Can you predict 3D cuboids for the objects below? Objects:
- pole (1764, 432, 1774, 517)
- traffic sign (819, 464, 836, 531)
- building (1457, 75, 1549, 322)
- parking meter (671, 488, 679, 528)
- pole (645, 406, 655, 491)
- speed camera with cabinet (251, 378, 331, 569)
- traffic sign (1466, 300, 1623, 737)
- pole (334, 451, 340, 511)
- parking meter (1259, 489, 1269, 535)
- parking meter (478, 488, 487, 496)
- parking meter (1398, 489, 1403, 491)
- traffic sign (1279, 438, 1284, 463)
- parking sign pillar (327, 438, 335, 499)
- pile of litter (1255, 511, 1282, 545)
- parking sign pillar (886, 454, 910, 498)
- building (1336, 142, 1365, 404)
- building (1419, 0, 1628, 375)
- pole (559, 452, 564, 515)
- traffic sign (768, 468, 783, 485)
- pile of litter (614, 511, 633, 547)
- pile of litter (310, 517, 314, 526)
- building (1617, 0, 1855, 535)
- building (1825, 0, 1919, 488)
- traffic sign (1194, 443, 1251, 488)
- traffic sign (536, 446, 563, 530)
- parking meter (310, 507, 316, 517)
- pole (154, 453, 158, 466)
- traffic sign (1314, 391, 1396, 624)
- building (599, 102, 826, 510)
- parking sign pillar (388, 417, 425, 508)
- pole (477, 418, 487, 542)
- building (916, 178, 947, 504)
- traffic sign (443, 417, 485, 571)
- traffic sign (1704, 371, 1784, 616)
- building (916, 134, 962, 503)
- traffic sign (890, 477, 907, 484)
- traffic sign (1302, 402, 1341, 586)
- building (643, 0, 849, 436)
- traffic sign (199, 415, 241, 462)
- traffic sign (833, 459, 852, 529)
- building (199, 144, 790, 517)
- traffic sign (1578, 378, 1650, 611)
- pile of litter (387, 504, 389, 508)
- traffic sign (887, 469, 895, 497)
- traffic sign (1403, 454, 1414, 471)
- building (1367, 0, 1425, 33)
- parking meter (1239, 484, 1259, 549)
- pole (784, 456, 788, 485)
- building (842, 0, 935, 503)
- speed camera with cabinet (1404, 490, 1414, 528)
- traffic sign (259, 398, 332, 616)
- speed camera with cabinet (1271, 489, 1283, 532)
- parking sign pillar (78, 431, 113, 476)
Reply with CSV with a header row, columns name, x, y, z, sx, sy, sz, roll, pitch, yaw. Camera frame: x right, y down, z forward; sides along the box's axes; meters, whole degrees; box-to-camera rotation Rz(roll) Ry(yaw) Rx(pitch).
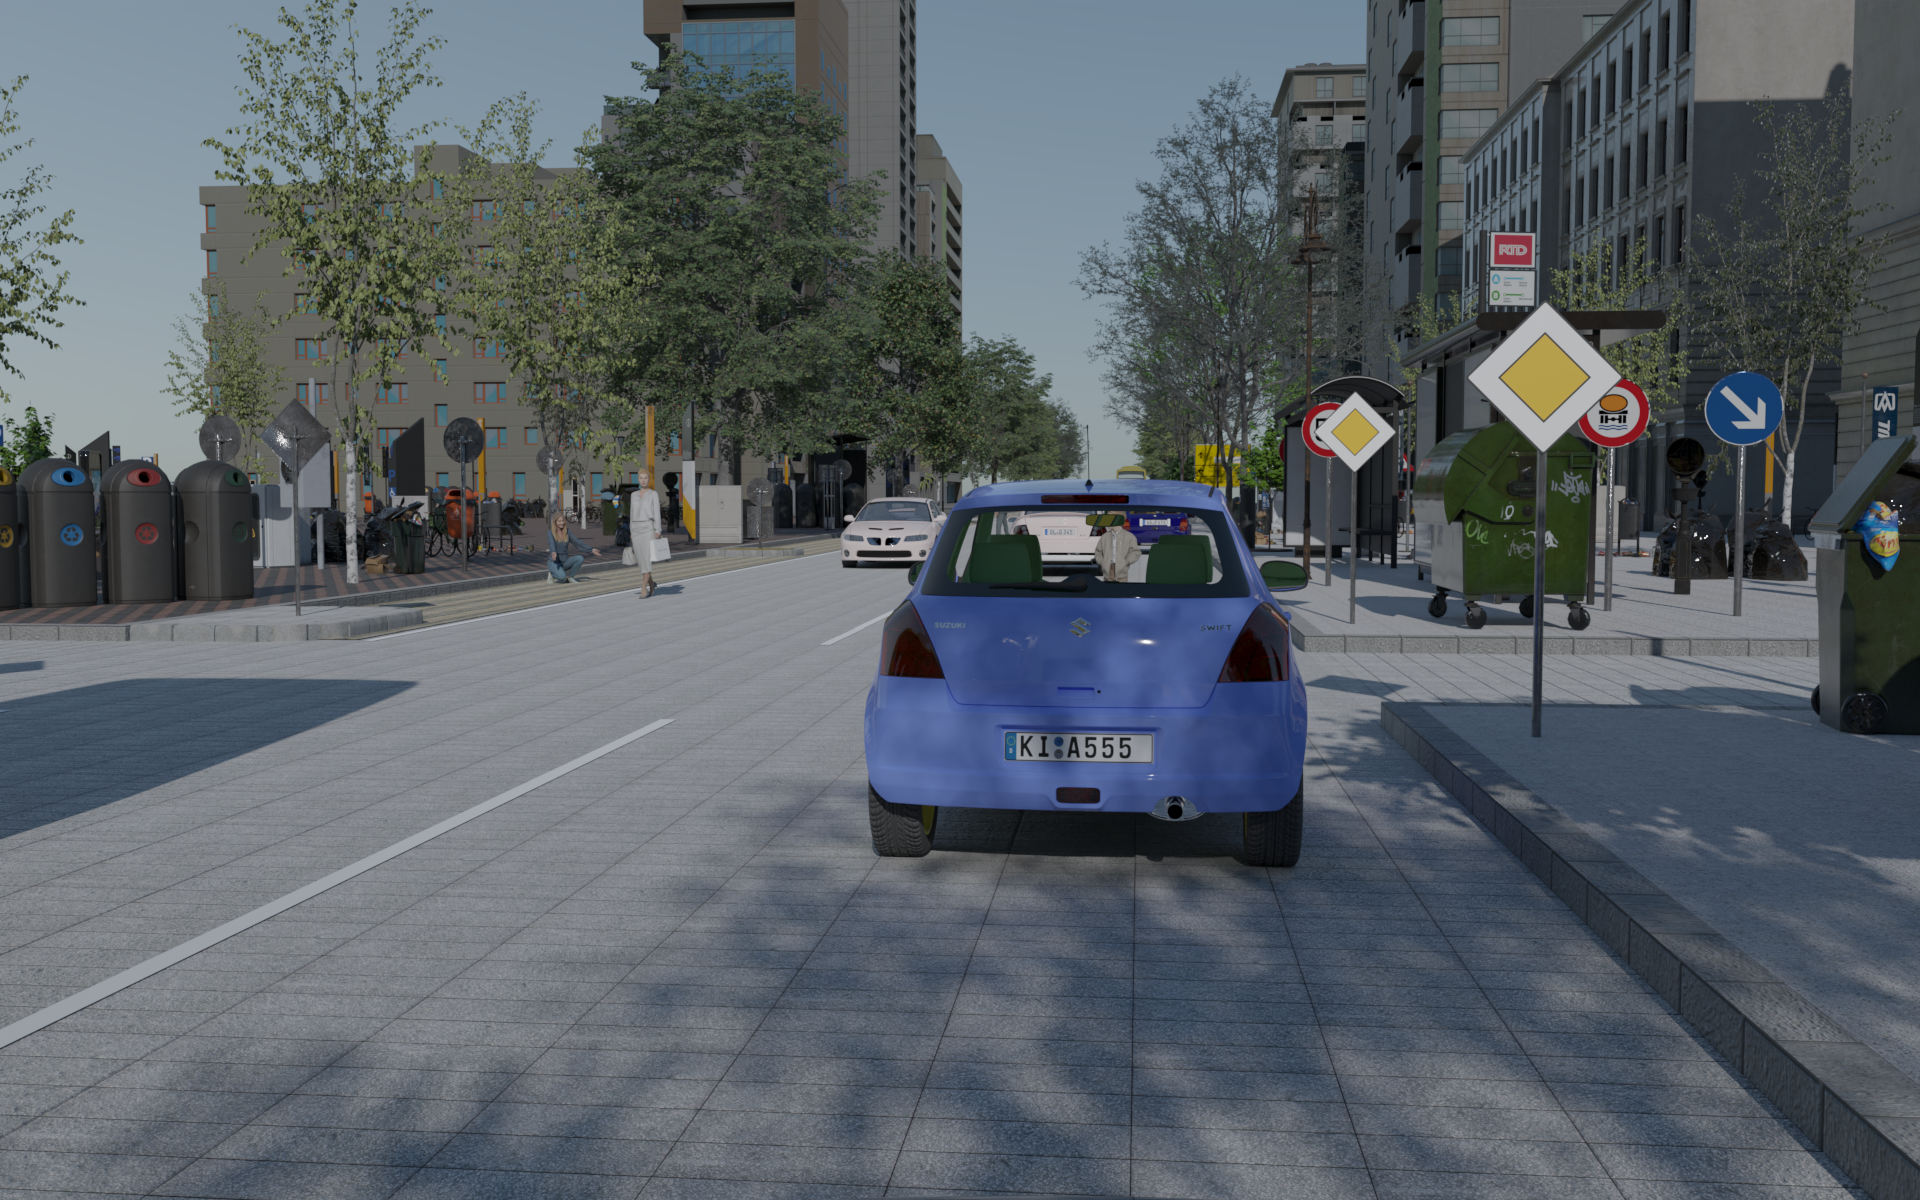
name,x,y,z,sx,sy,sz,roll,pitch,yaw
pole,18.710,-2.826,40.054,0.158,3.312,0.155,0,3,0
traffic sign,-4.570,-3.525,59.764,0.606,2.300,0.079,1,4,9
building,29.746,-14.173,80.881,9.793,20.994,18.267,0,4,6
parking meter,-10.795,-3.486,65.414,0.372,1.533,0.369,0,3,0
pole,-7.204,-2.840,40.284,0.158,3.312,0.155,0,3,0
speed camera with cabinet,-11.727,-2.176,29.919,2.038,3.252,0.660,3,4,36
traffic sign,3.042,-0.333,9.088,0.795,2.450,0.064,0,4,6
pole,-29.721,-5.429,82.609,0.158,3.312,0.155,0,3,0
parking meter,9.504,-2.796,54.118,0.372,1.533,0.369,0,3,0
parking meter,-19.639,-3.844,71.262,0.372,1.533,0.369,0,3,0
parking meter,21.401,-4.615,83.864,0.372,1.533,0.369,0,3,0
traffic sign,6.872,-2.151,35.281,0.768,2.556,0.104,1,4,13
parking sign pillar,-28.528,-5.419,77.080,1.447,3.967,1.447,1,4,11
pile of litter,7.477,-1.856,44.303,1.176,0.858,1.719,-1,4,-22
parking sign pillar,-3.279,-6.282,91.188,1.447,3.967,1.447,2,4,35
building,38.310,-22.790,144.310,14.160,30.474,14.107,0,4,6
building,34.473,-25.630,102.642,14.154,41.232,14.086,0,4,6
pole,-19.136,-5.458,83.086,0.158,3.312,0.155,0,3,0
traffic sign,-7.183,-3.991,67.384,0.606,2.300,0.079,0,4,7
pile of litter,-8.059,-1.772,42.934,1.176,0.858,1.719,0,4,3
pile of litter,-16.920,-1.781,43.077,1.719,0.858,1.176,2,4,31
building,28.445,-13.060,62.685,9.793,20.994,18.267,0,4,6
building,37.826,-13.134,33.821,34.723,24.649,14.460,0,4,6
traffic sign,10.593,-4.651,69.919,2.265,3.308,0.079,1,4,11
traffic sign,-10.804,-2.782,45.598,0.768,2.556,0.104,1,4,11
parking meter,-17.739,-2.382,47.349,0.372,1.533,0.369,0,3,0
pole,-40.331,-5.695,86.960,0.158,3.312,0.155,0,3,0
traffic sign,3.869,-0.819,17.030,0.795,2.450,0.064,0,4,6
building,-18.313,-22.001,131.425,14.160,30.474,14.107,0,4,6
parking sign pillar,-19.319,-4.403,60.460,1.447,3.967,1.447,2,4,31
pole,-12.798,-3.214,46.392,0.158,3.312,0.155,0,3,0
building,-9.417,-32.779,219.525,14.154,41.232,14.086,0,4,6
traffic sign,-8.227,-1.748,28.693,0.768,2.556,0.104,1,4,15
traffic sign,8.161,-1.101,18.110,0.768,2.556,0.104,1,4,12
building,-11.350,-37.536,237.408,21.300,48.544,21.600,0,4,6
traffic sign,-3.146,-5.438,88.911,0.884,2.594,0.081,1,4,10
traffic sign,5.123,-1.463,24.023,0.768,2.556,0.104,1,4,16
building,-17.324,-30.313,145.724,14.600,45.320,14.200,0,4,6
traffic sign,-11.963,-1.705,27.990,0.768,2.556,0.104,1,4,13
traffic sign,-4.366,-3.892,63.737,0.768,2.556,0.104,0,4,7
building,-27.407,-16.234,110.462,27.650,21.520,28.899,0,4,6
traffic sign,7.091,-1.148,18.884,0.768,2.556,0.104,0,4,8
pile of litter,-29.231,-4.579,88.839,1.719,0.858,1.176,-1,4,-13
traffic sign,-3.293,-5.268,86.236,0.768,2.556,0.104,1,4,14
traffic sign,10.055,-2.454,40.134,0.884,2.594,0.081,1,4,13
building,43.849,-32.596,122.181,28.713,52.752,27.495,0,4,6
parking meter,6.650,-1.937,40.083,0.372,1.533,0.369,0,3,0
pole,-9.213,-5.998,91.916,0.158,3.312,0.155,0,3,0
building,-13.580,-46.690,201.634,20.563,71.187,20.611,0,4,6
speed camera with cabinet,17.763,-4.336,65.222,0.660,3.252,2.038,-3,5,-42
traffic sign,-6.964,-0.889,18.175,0.795,2.450,0.064,0,4,6
speed camera with cabinet,10.854,-3.960,59.082,0.660,3.252,2.038,-1,4,-17
parking sign pillar,-36.778,-5.215,73.744,1.447,3.967,1.447,0,4,-2
